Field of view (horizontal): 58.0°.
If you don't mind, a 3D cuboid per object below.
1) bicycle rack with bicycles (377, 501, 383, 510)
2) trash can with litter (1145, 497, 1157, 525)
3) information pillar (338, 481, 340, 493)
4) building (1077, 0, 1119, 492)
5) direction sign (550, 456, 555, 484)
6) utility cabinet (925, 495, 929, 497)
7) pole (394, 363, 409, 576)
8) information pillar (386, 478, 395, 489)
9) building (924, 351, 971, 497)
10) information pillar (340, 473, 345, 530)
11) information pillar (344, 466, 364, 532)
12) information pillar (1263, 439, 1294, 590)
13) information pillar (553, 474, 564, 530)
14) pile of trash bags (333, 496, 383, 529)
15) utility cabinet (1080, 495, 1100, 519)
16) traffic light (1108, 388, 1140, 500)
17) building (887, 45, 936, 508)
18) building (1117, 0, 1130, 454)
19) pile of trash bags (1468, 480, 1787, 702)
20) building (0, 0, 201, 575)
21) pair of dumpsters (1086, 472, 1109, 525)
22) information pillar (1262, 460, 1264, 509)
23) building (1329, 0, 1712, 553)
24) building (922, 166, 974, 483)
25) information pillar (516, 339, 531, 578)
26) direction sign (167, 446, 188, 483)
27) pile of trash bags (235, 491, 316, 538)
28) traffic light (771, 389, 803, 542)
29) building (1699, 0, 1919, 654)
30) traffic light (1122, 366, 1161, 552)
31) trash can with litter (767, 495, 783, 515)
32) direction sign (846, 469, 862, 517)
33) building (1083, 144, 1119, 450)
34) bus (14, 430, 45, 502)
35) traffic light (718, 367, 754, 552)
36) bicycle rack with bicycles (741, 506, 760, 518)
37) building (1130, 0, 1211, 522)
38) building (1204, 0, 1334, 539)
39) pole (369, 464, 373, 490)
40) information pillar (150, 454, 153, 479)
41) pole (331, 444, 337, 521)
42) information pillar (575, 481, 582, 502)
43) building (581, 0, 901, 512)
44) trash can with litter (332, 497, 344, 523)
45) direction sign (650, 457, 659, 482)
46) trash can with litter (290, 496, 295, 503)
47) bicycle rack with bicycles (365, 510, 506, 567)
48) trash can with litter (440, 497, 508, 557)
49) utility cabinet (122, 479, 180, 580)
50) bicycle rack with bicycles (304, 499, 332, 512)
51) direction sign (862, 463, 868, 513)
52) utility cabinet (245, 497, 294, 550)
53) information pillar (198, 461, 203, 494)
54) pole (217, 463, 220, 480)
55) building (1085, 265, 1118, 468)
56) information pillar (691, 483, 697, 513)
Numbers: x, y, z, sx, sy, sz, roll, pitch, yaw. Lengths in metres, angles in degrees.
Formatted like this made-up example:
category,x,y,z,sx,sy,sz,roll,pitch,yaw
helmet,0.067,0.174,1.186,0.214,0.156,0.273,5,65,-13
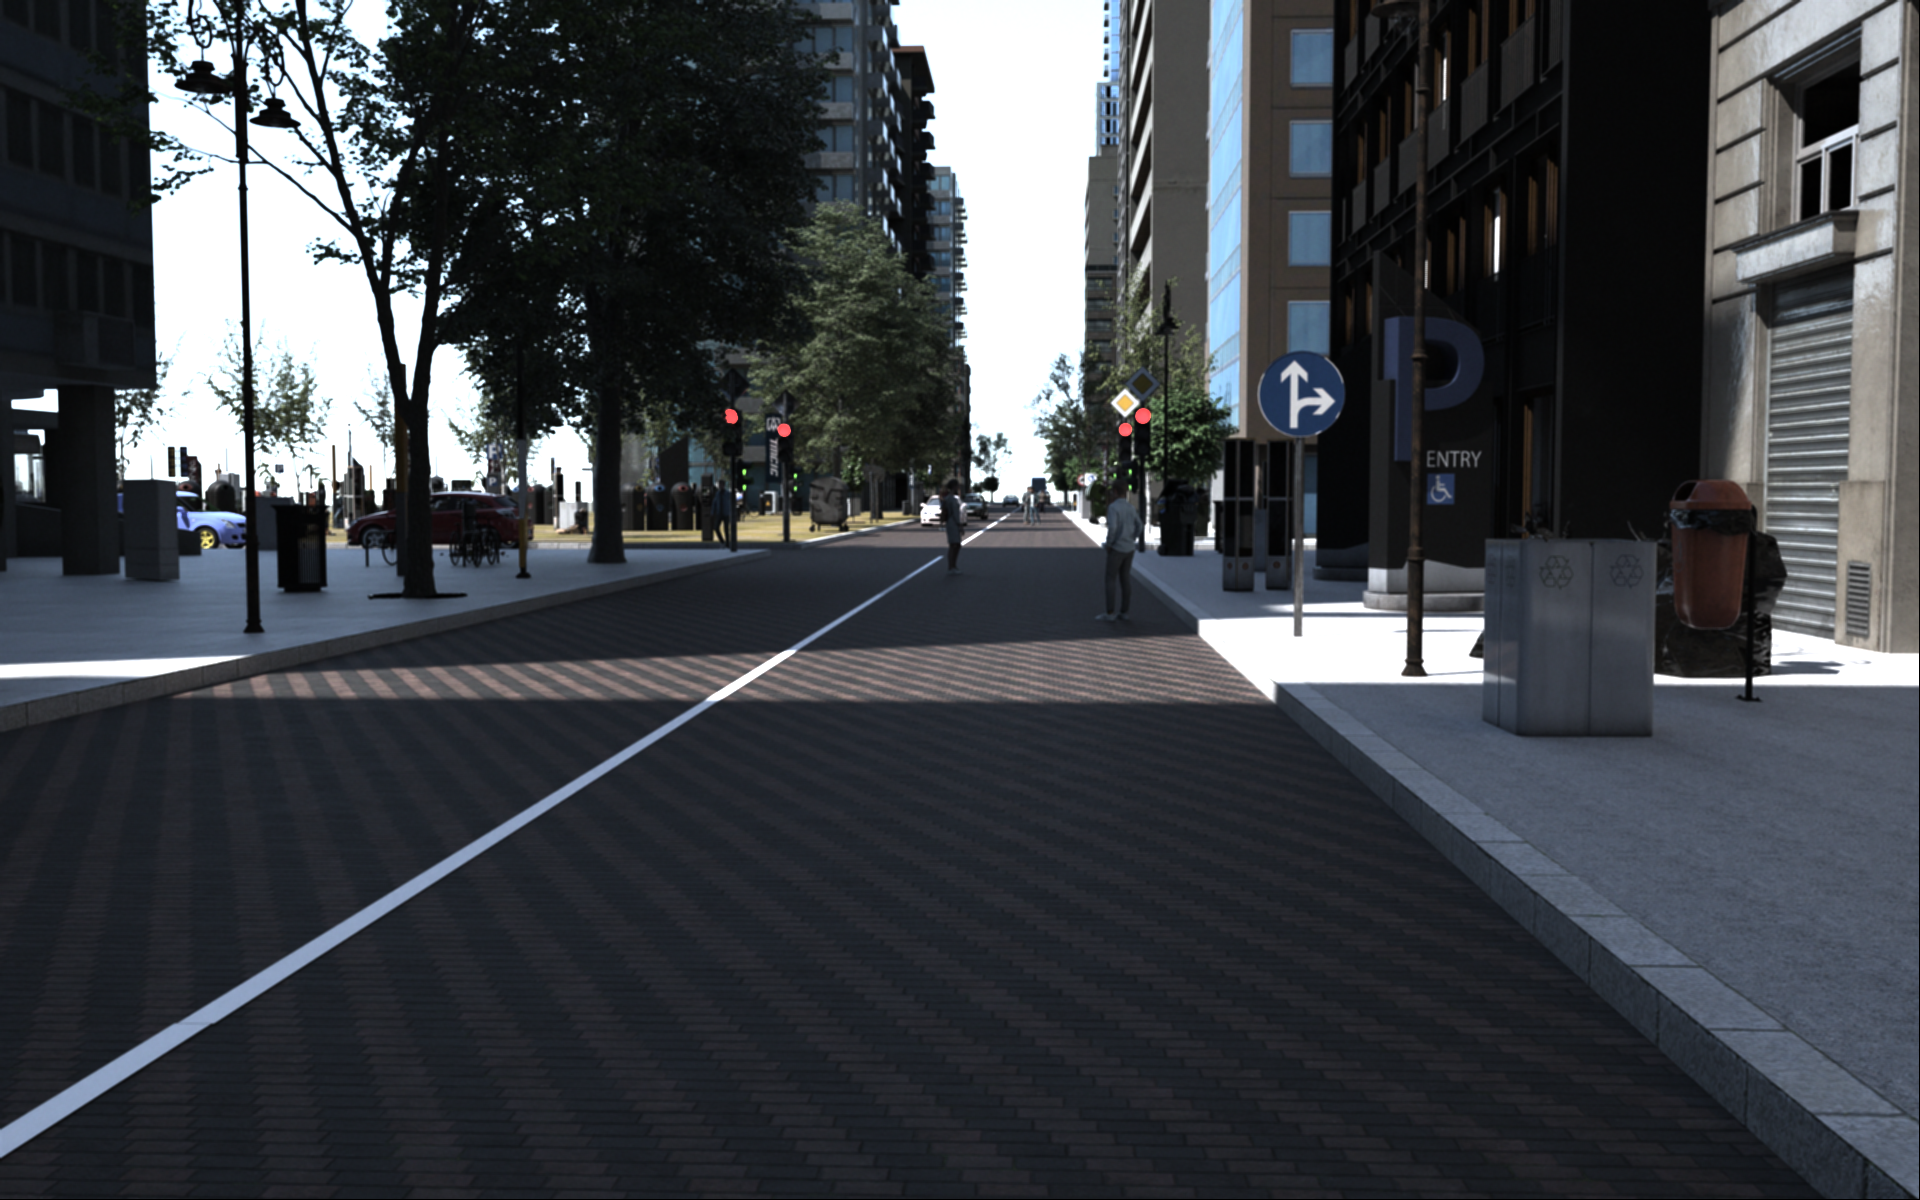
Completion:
category,x,y,z,sx,sy,sz,roll,pitch,yaw
bicycle rack with bicycles,-30.759,-4.777,91.482,2.852,0.926,2.925,-2,4,-29
trash can with litter,7.856,-3.671,71.405,0.624,1.170,1.055,-1,4,-18
information pillar,-34.611,-5.669,97.175,0.304,2.012,0.304,-2,4,-34
building,29.271,-58.027,261.406,22.319,86.520,31.000,0,4,3
direction sign,-24.601,-6.892,104.681,0.379,3.537,0.876,-2,4,-30
utility cabinet,-2.553,-6.574,118.643,0.306,1.237,1.020,3,4,36
pole,-8.726,-2.033,27.077,0.158,3.312,0.155,0,3,0
information pillar,-25.822,-4.531,78.578,0.304,2.012,0.304,1,4,9
building,-12.920,-23.197,224.310,27.650,21.520,28.899,0,4,3
information pillar,-20.896,-3.354,59.329,0.304,2.012,0.304,3,4,38
information pillar,-16.084,-2.544,46.082,0.304,2.012,0.304,3,4,36
information pillar,4.284,-1.145,23.216,0.304,2.012,0.304,1,4,22
information pillar,-14.364,-3.518,62.006,0.304,2.012,0.304,-2,4,-33
pile of trash bags,-21.681,-3.389,65.155,1.912,1.369,3.447,3,5,41
utility cabinet,6.614,-4.696,87.937,1.020,1.237,0.306,-1,4,-19
traffic light,4.356,-3.492,46.020,0.839,4.253,0.868,0,4,3
building,-13.808,-31.383,167.731,22.147,44.769,28.867,0,4,3
building,25.109,-45.481,181.872,20.563,71.187,20.611,0,4,3
pile of trash bags,4.822,-0.149,12.182,1.912,1.369,3.447,0,4,6
building,-25.057,-20.166,21.600,23.993,40.220,32.217,0,4,3
pair of dumpsters,6.183,-4.357,73.730,1.574,2.255,4.437,0,4,3
information pillar,6.677,-2.004,37.250,0.304,2.012,0.304,2,4,24
building,13.226,-12.028,26.330,12.332,23.373,15.834,0,4,3
building,-10.137,-38.739,252.994,23.786,49.044,30.456,0,4,3
information pillar,-6.707,-2.152,26.539,0.183,3.616,0.504,0,4,-8
direction sign,-36.972,-5.500,81.916,0.876,3.537,0.379,-1,4,-17
pile of trash bags,-19.919,-2.449,49.799,1.912,1.369,3.447,-1,4,-11
traffic light,-4.646,-3.517,46.428,0.839,4.253,0.868,0,4,3
building,14.201,-10.368,2.798,16.112,22.955,30.059,0,4,3
traffic light,3.979,-3.004,38.043,0.839,4.253,0.868,0,4,3
trash can with litter,-11.292,-5.859,106.852,1.678,1.210,2.233,2,4,27
direction sign,-6.125,-6.459,97.605,0.876,3.537,0.379,-1,4,-19
building,27.777,-37.426,235.611,21.300,48.544,21.600,0,4,3
bus,-29.195,-2.975,43.495,13.247,3.499,2.948,0,4,2
traffic light,-5.023,-3.029,38.451,0.839,4.253,0.868,0,4,3
bicycle rack with bicycles,-12.270,-4.906,93.600,2.925,0.926,2.852,0,3,0
building,19.751,-28.335,86.986,21.300,48.544,21.600,0,4,3
building,15.550,-24.735,54.526,14.200,45.320,14.600,0,4,3
pole,-40.274,-7.619,118.409,0.158,3.312,0.155,0,3,0
information pillar,-46.658,-6.645,100.007,0.183,3.616,0.504,-2,4,-34
pole,-25.646,-4.719,70.993,0.158,3.312,0.155,0,3,0
information pillar,-21.397,-5.665,97.113,0.304,2.012,0.304,0,4,2
building,-16.415,-31.676,137.506,23.786,49.044,30.456,0,4,3
trash can with litter,-26.299,-3.807,73.632,0.624,1.170,1.055,0,4,-4
direction sign,-18.596,-6.941,105.487,0.876,3.537,0.379,3,5,43
trash can with litter,-47.159,-6.731,121.440,1.055,1.170,0.624,1,4,12
bicycle rack with bicycles,-9.427,-1.118,31.659,2.852,0.926,2.925,0,4,5
trash can with litter,-10.043,-1.543,36.280,1.678,1.210,2.233,0,4,3
utility cabinet,-12.044,-1.047,25.800,1.173,1.500,0.318,3,5,42
bicycle rack with bicycles,-42.919,-6.337,116.999,2.852,0.926,2.925,-2,4,-24
direction sign,-6.835,-7.835,120.095,0.876,3.537,0.379,0,4,-1
utility cabinet,-15.799,-1.744,39.675,1.020,1.237,0.306,0,4,0
information pillar,-49.654,-7.442,113.023,0.183,3.616,0.504,1,4,18
pole,-47.974,-7.238,112.182,0.158,3.312,0.155,0,3,0
building,22.793,-27.331,218.557,14.160,30.474,14.107,0,4,3
information pillar,-17.949,-6.874,116.876,0.304,2.012,0.304,-2,4,-26
